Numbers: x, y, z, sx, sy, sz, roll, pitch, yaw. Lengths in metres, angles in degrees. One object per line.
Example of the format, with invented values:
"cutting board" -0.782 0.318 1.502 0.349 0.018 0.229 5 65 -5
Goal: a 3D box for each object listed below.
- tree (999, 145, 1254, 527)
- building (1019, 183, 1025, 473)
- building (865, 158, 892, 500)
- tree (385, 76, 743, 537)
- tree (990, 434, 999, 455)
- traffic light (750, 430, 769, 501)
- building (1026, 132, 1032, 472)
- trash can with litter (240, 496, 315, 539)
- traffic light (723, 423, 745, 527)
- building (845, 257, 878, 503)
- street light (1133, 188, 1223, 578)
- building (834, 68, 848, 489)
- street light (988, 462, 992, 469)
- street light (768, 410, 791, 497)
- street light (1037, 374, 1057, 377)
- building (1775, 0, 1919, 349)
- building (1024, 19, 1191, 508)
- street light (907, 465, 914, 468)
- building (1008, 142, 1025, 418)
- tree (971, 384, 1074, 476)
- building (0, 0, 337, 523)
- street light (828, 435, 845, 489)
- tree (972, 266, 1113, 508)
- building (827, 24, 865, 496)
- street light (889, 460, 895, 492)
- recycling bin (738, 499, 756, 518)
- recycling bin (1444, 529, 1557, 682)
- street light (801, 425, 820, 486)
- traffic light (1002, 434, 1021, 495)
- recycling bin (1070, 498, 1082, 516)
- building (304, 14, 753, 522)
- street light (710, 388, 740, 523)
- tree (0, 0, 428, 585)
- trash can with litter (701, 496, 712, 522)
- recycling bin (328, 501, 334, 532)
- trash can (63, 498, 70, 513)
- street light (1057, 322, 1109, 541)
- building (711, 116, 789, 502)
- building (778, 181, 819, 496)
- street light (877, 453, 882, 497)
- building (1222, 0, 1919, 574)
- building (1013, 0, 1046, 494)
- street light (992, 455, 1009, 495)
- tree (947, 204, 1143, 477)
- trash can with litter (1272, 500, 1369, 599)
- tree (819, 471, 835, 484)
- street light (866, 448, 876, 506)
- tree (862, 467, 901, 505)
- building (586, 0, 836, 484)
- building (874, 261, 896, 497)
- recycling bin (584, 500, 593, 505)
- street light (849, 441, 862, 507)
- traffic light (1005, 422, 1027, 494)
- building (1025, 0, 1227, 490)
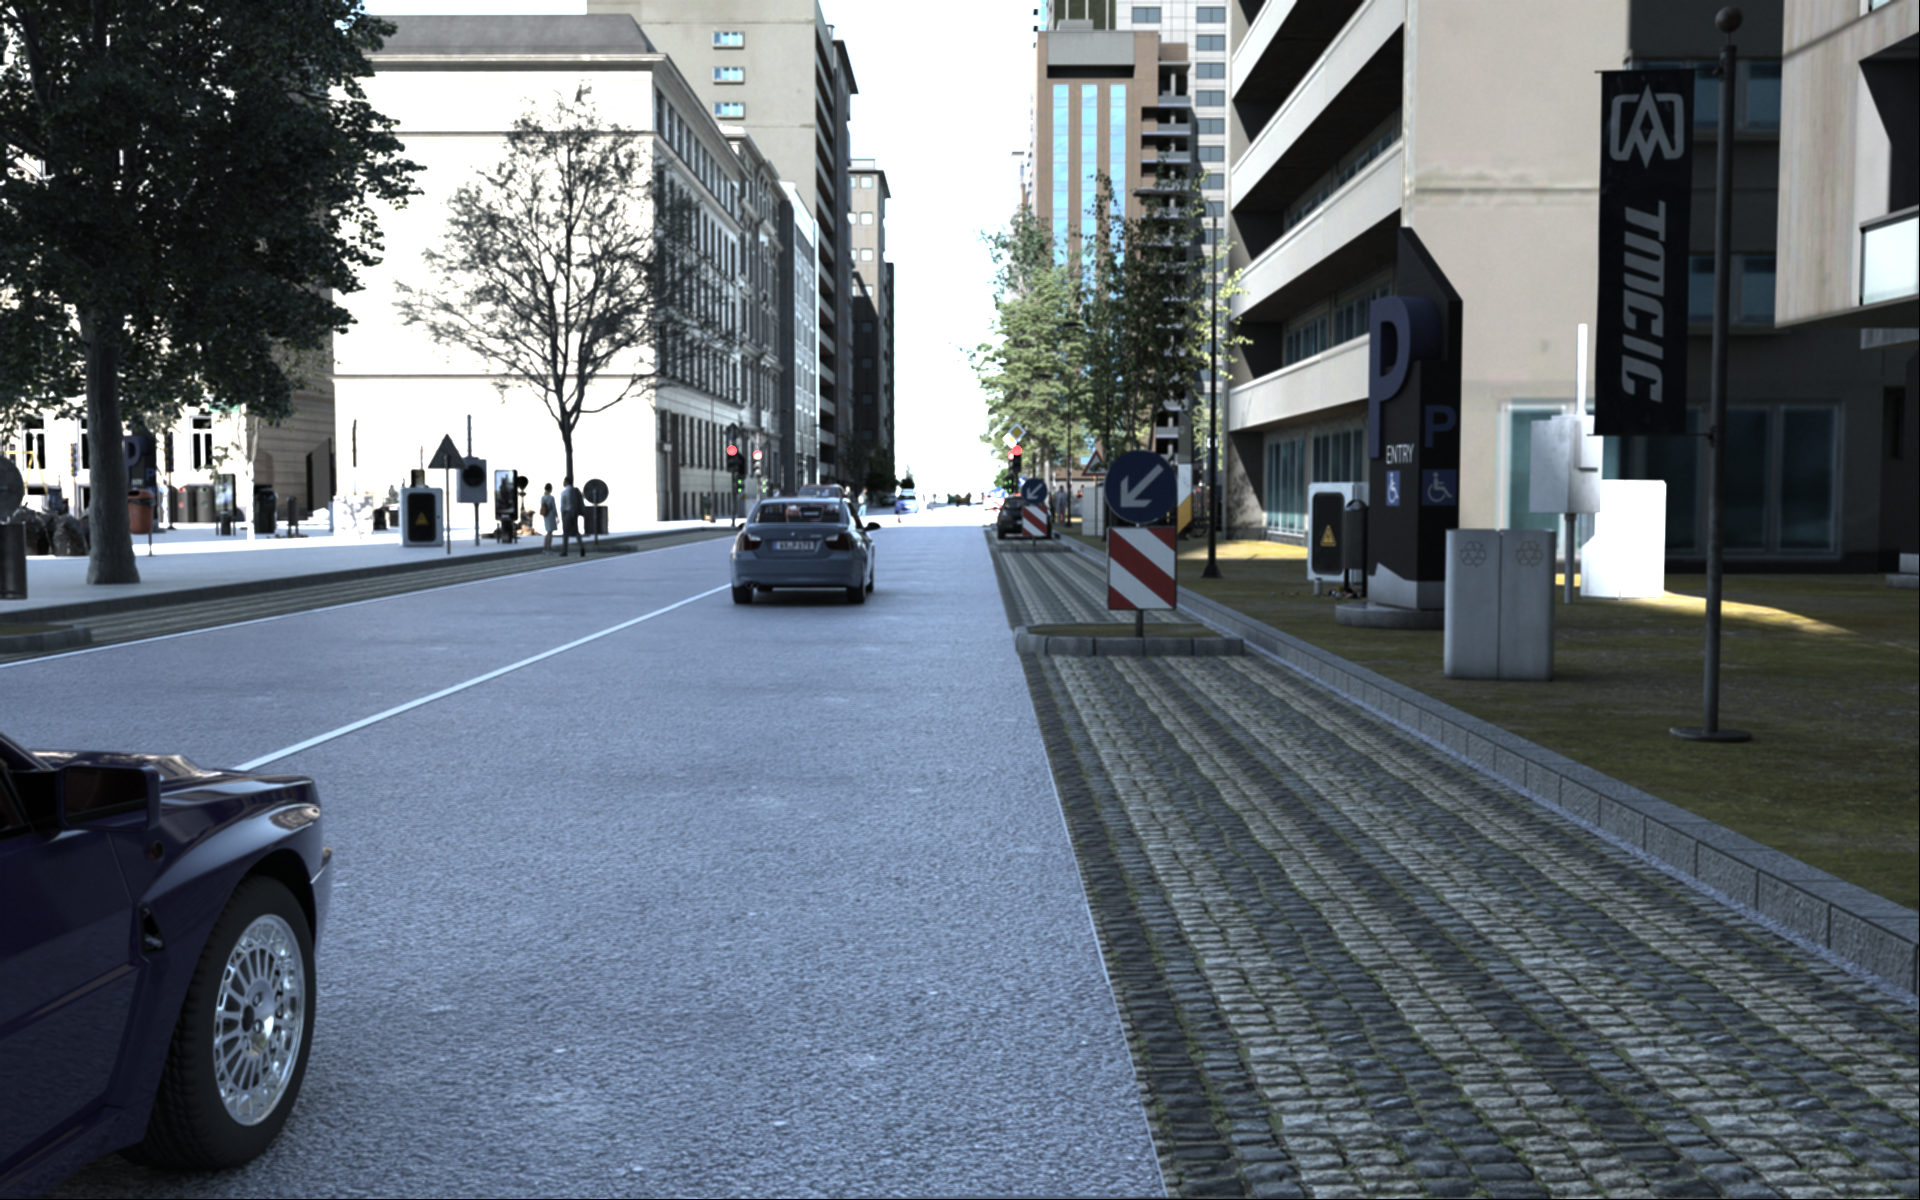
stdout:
"tree" 4.135 -5.341 37.681 4.737 8.622 4.395 0 3 0
"building" 15.343 -36.263 243.009 14.600 45.320 14.200 0 4 0
"building" -25.614 -41.907 274.411 28.713 52.752 27.495 0 4 0
"tree" -11.695 -8.635 51.551 12.009 13.543 11.850 0 3 0
"tree" 4.748 -11.357 136.056 4.737 8.622 4.395 0 3 0
"traffic light" -8.800 -5.312 75.767 0.839 4.253 0.868 0 4 0
"building" 19.264 -36.023 208.587 23.786 49.044 30.456 0 4 0
"trash can with litter" -19.547 -2.386 50.071 1.678 1.210 2.233 0 4 2
"traffic light" -8.862 -4.823 67.782 0.839 4.253 0.868 0 4 0
"building" -28.083 -34.059 248.749 32.217 40.220 23.993 0 4 0
"street light" 3.328 -3.297 26.447 1.470 5.913 1.316 0 4 0
"building" -19.088 -32.383 179.572 14.600 45.320 14.200 0 4 0
"street light" 5.130 -16.953 249.717 1.470 5.913 1.316 0 4 0
"street light" -10.056 -7.539 95.808 1.470 5.913 1.316 0 4 0
"street light" 3.685 -5.778 67.008 1.470 5.913 1.316 0 4 0
"building" 14.066 -20.036 11.189 14.154 41.232 14.086 0 4 0
"building" 13.965 -31.519 165.452 14.600 45.320 14.200 0 4 0
"street light" -8.514 -19.799 296.254 1.470 5.913 1.316 0 4 0
"building" 18.689 -46.079 295.385 21.231 58.520 28.212 0 4 0
"tree" 5.132 -12.821 144.031 8.767 10.594 7.601 -1 4 -9
"building" -41.731 -18.202 83.502 20.117 28.700 13.634 0 4 0
"street light" -9.838 -10.071 137.202 1.470 5.913 1.316 0 4 0
"tree" 4.221 -10.287 86.315 7.486 12.596 7.792 0 3 0
"building" -26.644 -37.368 200.212 28.713 52.752 27.495 0 4 0
"street light" -9.136 -14.781 214.210 1.470 5.913 1.316 0 4 0
"recycling bin" -11.245 -4.837 91.637 0.722 1.027 0.722 -3 4 -38
"recycling bin" 3.801 0.020 12.231 0.722 1.027 0.722 1 4 15
"street light" -10.085 -8.790 116.259 1.470 5.913 1.316 0 4 0
"traffic light" 2.261 -5.307 75.698 0.839 4.253 0.868 0 4 0
"recycling bin" 7.009 -5.546 103.239 0.722 1.027 0.722 3 5 39
"building" -20.880 -15.823 91.987 16.112 22.955 30.059 0 4 0
"street light" -10.272 -6.308 75.670 1.470 5.913 1.316 0 4 0
"tree" -12.117 -7.205 24.451 9.857 13.997 8.962 0 3 0
"trash can with litter" -11.777 -4.263 81.083 0.624 1.170 1.055 -1 4 -19
"recycling bin" -21.074 -2.853 59.198 0.722 1.027 0.722 1 4 10
"trash can" -35.088 -3.418 67.542 0.748 1.137 0.748 0 3 0
"street light" 3.456 -4.546 46.870 1.470 5.913 1.316 0 4 0
"building" -19.829 -20.285 119.052 14.401 28.519 23.554 0 4 0
"building" -18.397 -19.756 141.028 12.078 24.808 19.932 0 4 0
"street light" -9.449 -13.549 194.072 1.470 5.913 1.316 0 4 0
"building" 17.938 -25.262 36.731 21.300 48.544 21.600 0 4 0
"building" 18.788 -58.207 264.348 22.319 86.520 31.000 0 4 0
"street light" 4.833 -14.329 206.814 1.470 5.913 1.316 0 4 0
"tree" 5.586 -15.626 111.372 12.611 20.169 13.585 0 3 0
"trash can with litter" 4.953 -0.628 21.328 1.678 1.210 2.233 -1 4 -13
"tree" -10.514 -8.889 139.941 1.663 3.219 1.824 0 3 0
"street light" -9.465 -12.291 173.504 1.470 5.913 1.316 0 4 0
"tree" -10.374 -14.974 228.534 4.285 4.588 4.351 0 3 0
"building" -23.103 -32.873 161.167 21.300 48.544 21.600 0 4 0
"building" -18.402 -37.490 296.561 14.154 41.232 14.086 0 4 0
"recycling bin" -16.529 -3.872 75.862 0.722 1.027 0.722 -2 4 -28
"street light" -9.651 -10.990 152.224 1.470 5.913 1.316 0 4 0
"traffic light" 2.199 -4.819 67.713 0.839 4.253 0.868 0 4 0
"building" 17.404 -45.490 182.009 20.563 71.187 20.611 0 4 0
